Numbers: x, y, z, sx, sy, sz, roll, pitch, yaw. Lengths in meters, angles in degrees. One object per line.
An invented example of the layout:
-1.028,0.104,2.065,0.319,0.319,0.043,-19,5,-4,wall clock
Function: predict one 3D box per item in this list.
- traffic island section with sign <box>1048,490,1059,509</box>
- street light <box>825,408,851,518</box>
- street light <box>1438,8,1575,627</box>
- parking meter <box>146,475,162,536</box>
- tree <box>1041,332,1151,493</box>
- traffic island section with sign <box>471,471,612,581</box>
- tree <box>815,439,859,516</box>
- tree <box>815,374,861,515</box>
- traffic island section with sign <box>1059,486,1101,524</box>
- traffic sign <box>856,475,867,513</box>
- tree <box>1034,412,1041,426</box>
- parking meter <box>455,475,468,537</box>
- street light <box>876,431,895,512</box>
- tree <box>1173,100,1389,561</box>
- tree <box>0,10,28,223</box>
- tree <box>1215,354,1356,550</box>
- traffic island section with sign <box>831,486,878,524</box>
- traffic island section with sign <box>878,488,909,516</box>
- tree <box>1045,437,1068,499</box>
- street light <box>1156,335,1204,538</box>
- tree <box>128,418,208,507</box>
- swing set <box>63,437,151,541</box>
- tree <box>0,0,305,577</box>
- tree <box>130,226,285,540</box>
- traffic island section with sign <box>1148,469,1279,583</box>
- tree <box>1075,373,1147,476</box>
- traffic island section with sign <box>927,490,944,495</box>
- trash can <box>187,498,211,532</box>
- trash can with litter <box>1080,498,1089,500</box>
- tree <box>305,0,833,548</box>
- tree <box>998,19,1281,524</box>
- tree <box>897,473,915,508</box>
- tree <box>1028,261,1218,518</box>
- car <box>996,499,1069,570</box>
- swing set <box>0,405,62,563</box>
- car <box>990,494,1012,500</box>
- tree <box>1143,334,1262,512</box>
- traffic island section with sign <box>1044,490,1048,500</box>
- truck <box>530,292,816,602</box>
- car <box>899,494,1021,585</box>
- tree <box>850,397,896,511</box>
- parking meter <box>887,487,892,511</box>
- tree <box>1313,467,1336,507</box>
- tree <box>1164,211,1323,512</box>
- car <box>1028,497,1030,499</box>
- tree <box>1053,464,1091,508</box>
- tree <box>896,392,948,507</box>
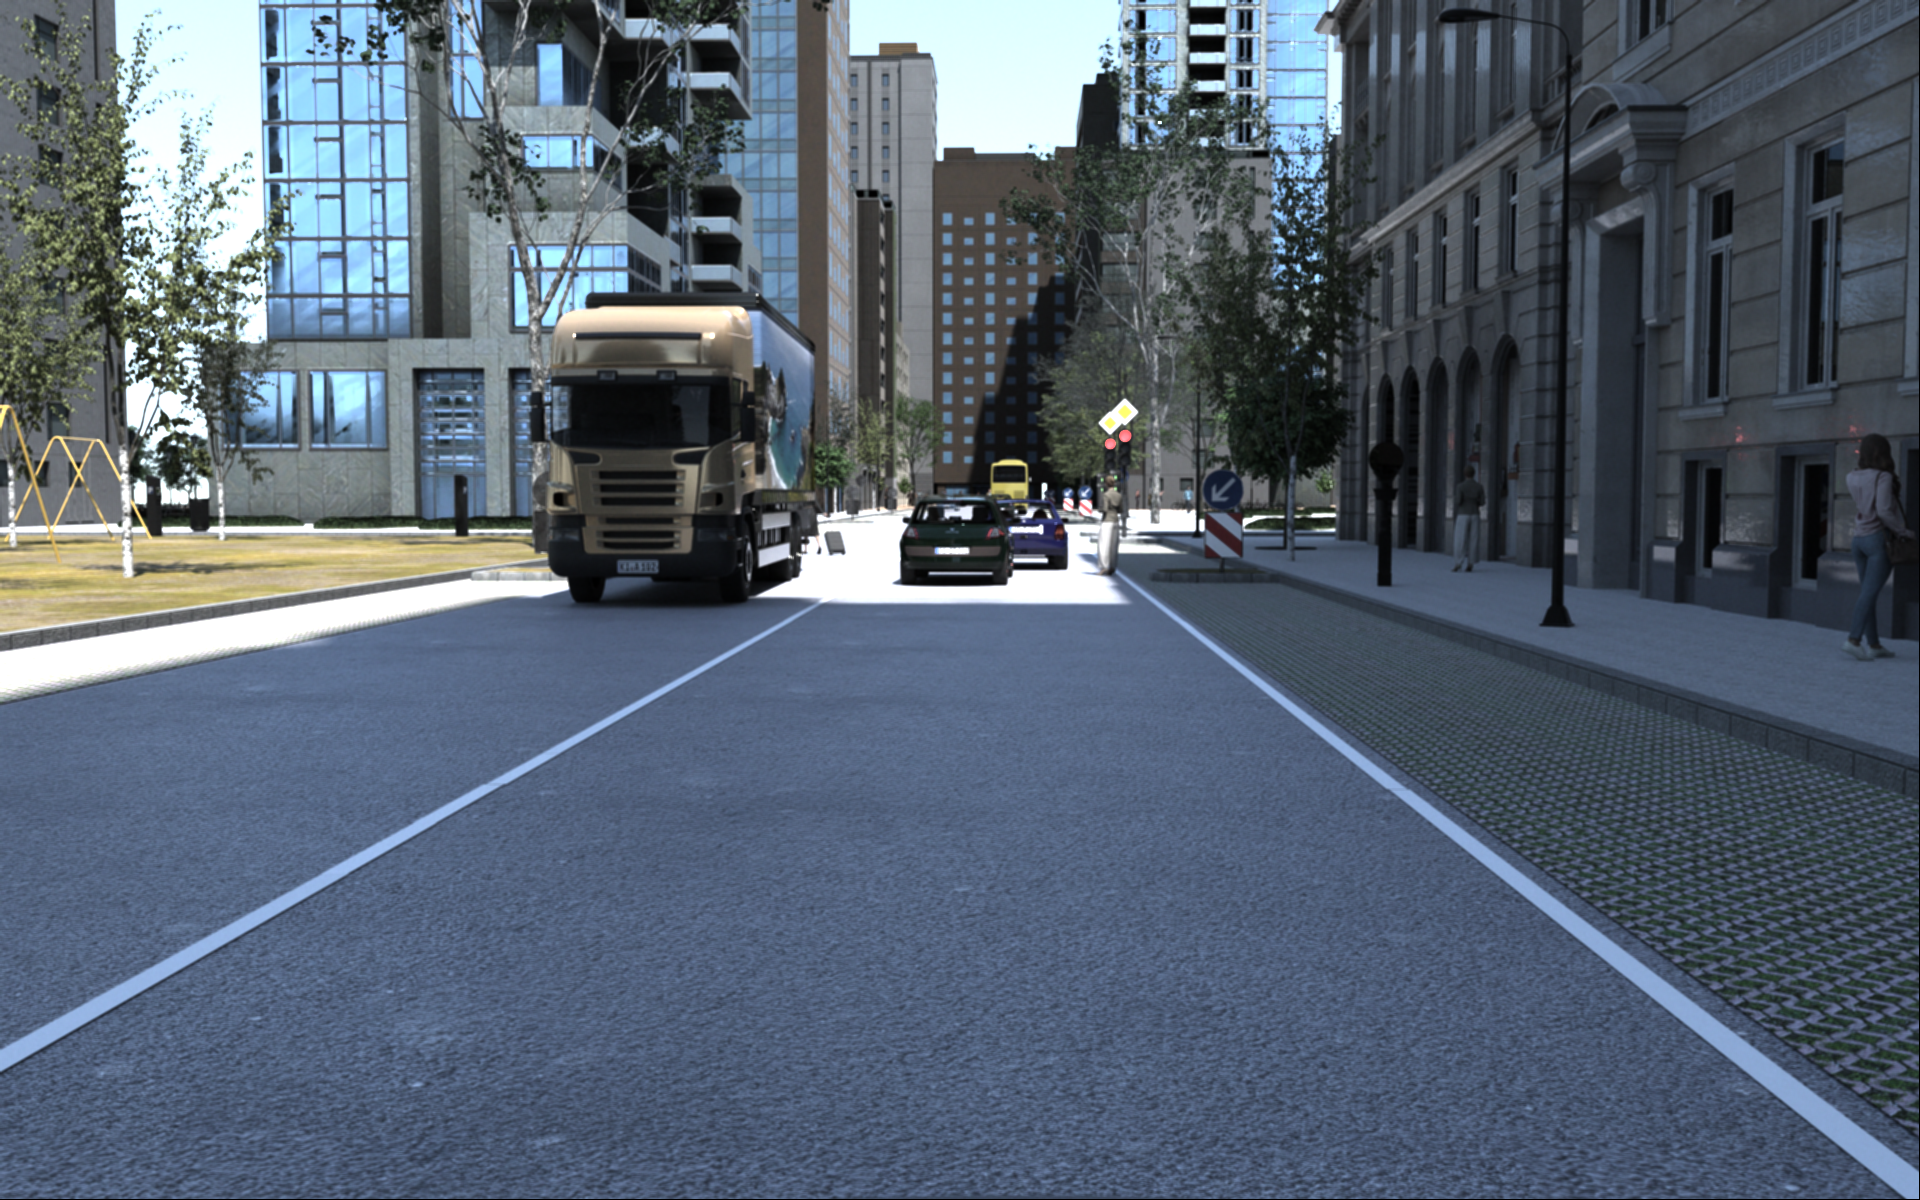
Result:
6.803,-6.258,110.939,1.989,1.847,2.006,0,4,2,traffic island section with sign
-6.571,-7.379,93.181,1.470,5.913,1.316,0,4,2,street light
5.273,-2.701,16.709,1.470,5.913,1.316,0,4,2,street light
-24.514,-2.874,52.697,0.399,1.863,0.255,1,4,18,parking meter
10.094,-12.407,120.979,7.486,12.596,7.792,0,3,0,tree
-6.965,-1.256,29.161,1.989,1.847,2.006,0,4,2,traffic island section with sign
-7.574,-7.156,100.719,4.285,4.588,4.351,0,3,0,tree
-7.793,-9.550,106.509,4.360,8.622,3.978,0,3,0,tree
5.920,-4.590,83.676,1.989,1.847,2.006,0,4,2,traffic island section with sign
-6.586,-7.068,115.672,0.768,2.556,0.104,1,4,9,traffic sign
9.716,-13.314,135.807,7.486,12.596,7.792,0,3,0,tree
-15.054,-2.850,52.308,0.255,1.863,0.399,1,4,10,parking meter
-5.437,-9.443,126.936,1.470,5.913,1.316,0,4,2,street light
6.289,-5.061,33.111,4.737,8.622,4.395,0,3,0,tree
-13.476,-4.281,20.363,4.360,8.622,3.978,0,3,0,tree
7.549,-3.465,40.361,4.285,4.588,4.351,0,3,0,tree
-5.192,-4.627,84.282,1.989,1.847,2.006,0,4,2,traffic island section with sign
-4.310,-6.285,111.383,1.989,1.847,2.006,0,4,2,traffic island section with sign
10.695,-13.755,175.262,4.360,8.622,3.978,0,3,0,tree
6.431,-4.779,50.684,1.470,5.913,1.316,0,4,2,street light
-61.603,-9.849,123.929,11.467,7.101,20.602,0,4,4,tree
-24.650,-3.115,48.555,2.862,2.851,3.119,0,4,-6,swing set
-12.595,-4.653,26.443,4.737,8.622,4.395,0,3,0,tree
-20.399,-5.939,47.458,4.360,8.622,3.978,0,3,0,tree
4.154,-1.225,28.661,1.989,1.847,2.006,0,4,2,traffic island section with sign
9.122,-9.375,103.647,4.737,8.622,4.395,0,3,0,tree
-2.716,-9.329,161.158,1.989,1.847,2.006,0,4,2,traffic island section with sign
-26.072,-2.919,59.384,0.748,1.137,0.748,0,3,0,trash can
8.890,-6.863,123.604,0.624,1.170,1.055,1,4,9,trash can with litter
-9.102,-11.251,39.840,12.611,20.169,13.585,0,3,0,tree
7.073,-13.231,72.209,12.611,20.169,13.585,0,3,0,tree
-4.983,-10.082,159.449,1.663,3.219,1.824,0,3,0,tree
8.771,-11.134,92.404,12.009,13.543,11.850,0,3,0,tree
1.192,-1.318,34.126,1.945,1.354,3.894,0,3,0,car
-18.329,-2.027,30.768,3.119,2.851,2.862,0,4,4,swing set
2.408,-5.716,103.250,2.009,1.686,4.222,0,4,2,car
15.313,-11.226,109.307,9.928,11.665,9.643,0,3,0,tree
8.414,-9.322,161.045,1.989,1.847,2.006,0,4,2,traffic island section with sign
-3.946,-2.291,26.369,2.839,4.237,11.283,0,4,1,truck
-0.004,-1.155,28.665,2.009,1.686,4.222,0,4,3,car
-6.635,-11.019,130.529,4.737,8.622,4.395,0,3,0,tree
-5.479,-7.863,134.274,0.399,1.863,0.255,0,4,-4,parking meter
25.652,-7.797,122.086,1.663,3.219,1.824,0,3,0,tree
7.270,-5.787,44.974,4.360,8.622,3.978,0,3,0,tree
6.300,-10.422,179.985,1.945,1.707,3.694,0,4,4,car
10.762,-11.343,169.166,4.285,4.588,4.351,0,3,0,tree
-4.806,-15.324,176.309,9.928,11.665,9.643,0,3,0,tree
